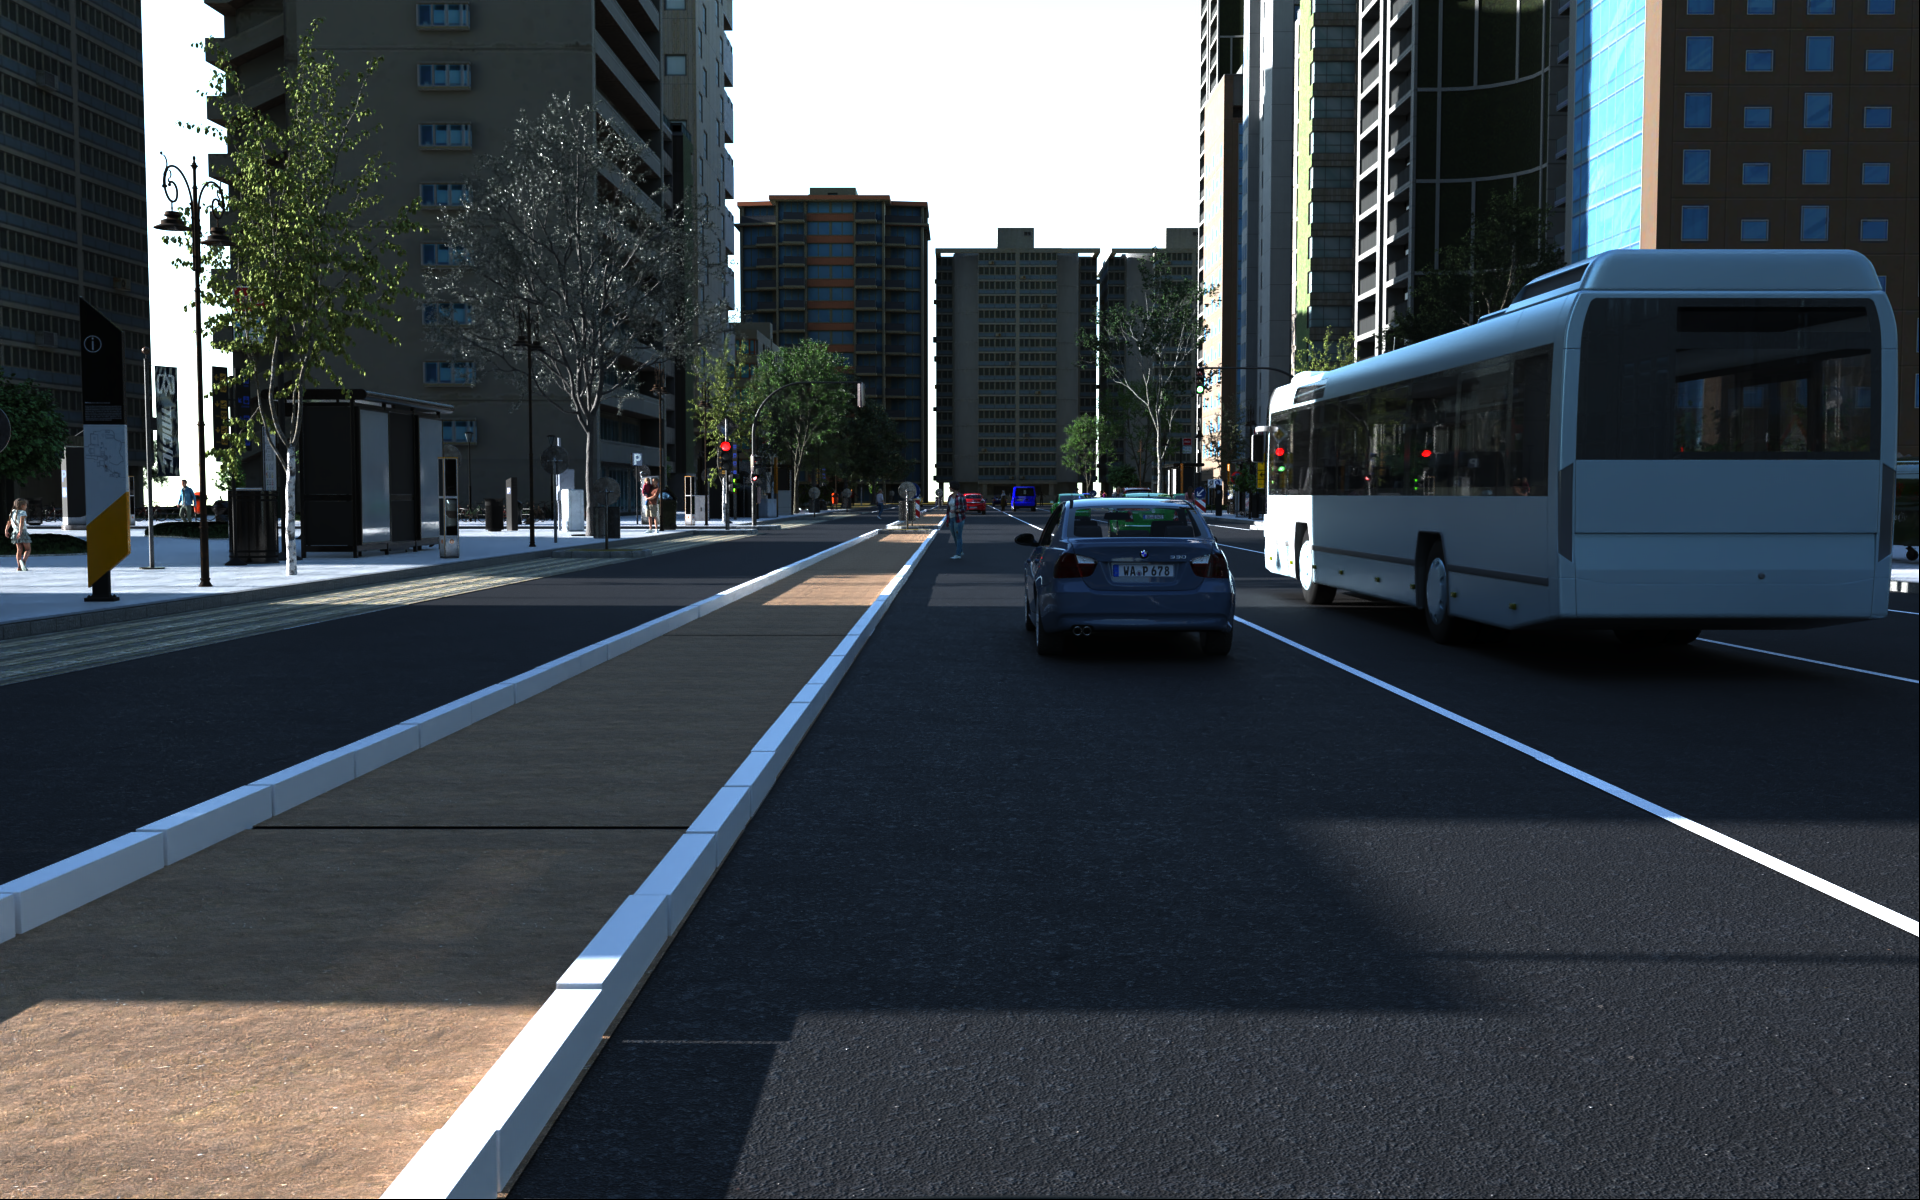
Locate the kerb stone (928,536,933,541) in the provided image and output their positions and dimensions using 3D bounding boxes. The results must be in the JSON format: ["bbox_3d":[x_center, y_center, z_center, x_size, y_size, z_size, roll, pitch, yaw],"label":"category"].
[{"bbox_3d":[-0.903,-1.647,49.139,0.120,0.150,1.000,0,3,0],"label":"kerb stone"}]

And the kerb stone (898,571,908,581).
[{"bbox_3d":[-0.947,-0.330,27.604,0.120,0.150,1.000,0,3,0],"label":"kerb stone"}]

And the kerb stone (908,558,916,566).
[{"bbox_3d":[-0.945,-0.644,32.732,0.120,0.150,1.000,0,3,0],"label":"kerb stone"}]

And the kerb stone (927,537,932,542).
[{"bbox_3d":[-0.907,-1.585,48.112,0.120,0.150,1.000,0,3,0],"label":"kerb stone"}]

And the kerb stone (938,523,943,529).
[{"bbox_3d":[-0.862,-2.998,71.215,0.120,0.150,1.000,0,3,0],"label":"kerb stone"}]

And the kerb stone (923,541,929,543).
[{"bbox_3d":[-0.922,-1.335,44.016,0.120,0.150,1.000,0,3,0],"label":"kerb stone"}]

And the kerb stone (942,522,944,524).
[{"bbox_3d":[-0.862,-3.123,73.262,0.120,0.150,1.000,0,3,0],"label":"kerb stone"}]

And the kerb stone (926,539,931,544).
[{"bbox_3d":[-0.918,-1.460,46.064,0.120,0.150,1.000,0,3,0],"label":"kerb stone"}]

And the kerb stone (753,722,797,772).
[{"bbox_3d":[-0.984,0.798,9.150,0.120,0.150,1.000,0,3,0],"label":"kerb stone"}]

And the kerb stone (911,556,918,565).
[{"bbox_3d":[-0.938,-0.708,33.767,0.120,0.150,1.000,0,3,0],"label":"kerb stone"}]

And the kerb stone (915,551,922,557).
[{"bbox_3d":[-0.933,-0.896,36.847,0.120,0.150,1.000,0,3,0],"label":"kerb stone"}]

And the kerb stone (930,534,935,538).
[{"bbox_3d":[-0.903,-1.836,52.212,0.120,0.150,1.000,0,3,0],"label":"kerb stone"}]

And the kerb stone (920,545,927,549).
[{"bbox_3d":[-0.915,-1.146,40.948,0.120,0.150,1.000,0,3,0],"label":"kerb stone"}]

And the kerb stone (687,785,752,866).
[{"bbox_3d":[-0.983,0.925,7.098,0.120,0.150,1.000,0,3,0],"label":"kerb stone"}]

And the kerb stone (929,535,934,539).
[{"bbox_3d":[-0.902,-1.710,50.161,0.120,0.150,1.000,0,3,0],"label":"kerb stone"}]

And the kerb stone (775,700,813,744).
[{"bbox_3d":[-0.985,0.740,10.175,0.120,0.150,1.000,0,3,0],"label":"kerb stone"}]

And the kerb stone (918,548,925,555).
[{"bbox_3d":[-0.925,-1.020,38.905,0.120,0.150,1.000,0,3,0],"label":"kerb stone"}]

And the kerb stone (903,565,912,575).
[{"bbox_3d":[-0.945,-0.452,29.655,0.120,0.150,1.000,0,3,0],"label":"kerb stone"}]

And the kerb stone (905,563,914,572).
[{"bbox_3d":[-0.940,-0.519,30.679,0.120,0.150,1.000,0,3,0],"label":"kerb stone"}]

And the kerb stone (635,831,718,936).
[{"bbox_3d":[-0.989,0.992,6.073,0.120,0.150,1.000,0,3,0],"label":"kerb stone"}]

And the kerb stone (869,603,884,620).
[{"bbox_3d":[-0.967,0.173,19.401,0.120,0.150,1.000,0,3,0],"label":"kerb stone"}]

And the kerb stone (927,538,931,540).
[{"bbox_3d":[-0.915,-1.521,47.089,0.120,0.150,1.000,0,3,0],"label":"kerb stone"}]

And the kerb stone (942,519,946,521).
[{"bbox_3d":[-0.852,-3.560,80.438,0.120,0.150,1.000,0,3,0],"label":"kerb stone"}]

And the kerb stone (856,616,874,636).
[{"bbox_3d":[-0.969,0.296,17.355,0.120,0.150,1.000,0,3,0],"label":"kerb stone"}]

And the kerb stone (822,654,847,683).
[{"bbox_3d":[-0.975,0.550,13.257,0.120,0.150,1.000,0,3,0],"label":"kerb stone"}]

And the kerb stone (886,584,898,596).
[{"bbox_3d":[-0.960,-0.079,23.500,0.120,0.150,1.000,0,3,0],"label":"kerb stone"}]

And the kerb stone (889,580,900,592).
[{"bbox_3d":[-0.958,-0.143,24.528,0.120,0.150,1.000,0,3,0],"label":"kerb stone"}]

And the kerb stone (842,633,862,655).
[{"bbox_3d":[-0.975,0.428,15.301,0.120,0.150,1.000,0,3,0],"label":"kerb stone"}]

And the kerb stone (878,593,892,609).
[{"bbox_3d":[-0.959,0.046,21.444,0.120,0.150,1.000,0,3,0],"label":"kerb stone"}]

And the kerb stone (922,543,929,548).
[{"bbox_3d":[-0.913,-1.272,42.992,0.120,0.150,1.000,0,3,0],"label":"kerb stone"}]

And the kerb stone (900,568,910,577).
[{"bbox_3d":[-0.943,-0.390,28.633,0.120,0.150,1.000,0,3,0],"label":"kerb stone"}]

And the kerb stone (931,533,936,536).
[{"bbox_3d":[-0.898,-1.895,53.238,0.120,0.150,1.000,0,3,0],"label":"kerb stone"}]

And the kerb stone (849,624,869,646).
[{"bbox_3d":[-0.971,0.359,16.327,0.120,0.150,1.000,0,3,0],"label":"kerb stone"}]

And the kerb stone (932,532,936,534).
[{"bbox_3d":[-0.901,-1.961,54.260,0.120,0.150,1.000,0,3,0],"label":"kerb stone"}]

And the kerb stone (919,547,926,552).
[{"bbox_3d":[-0.922,-1.076,39.927,0.120,0.150,1.000,0,3,0],"label":"kerb stone"}]

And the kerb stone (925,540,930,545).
[{"bbox_3d":[-0.918,-1.397,45.039,0.120,0.150,1.000,0,3,0],"label":"kerb stone"}]

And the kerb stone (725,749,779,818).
[{"bbox_3d":[-0.977,0.861,8.124,0.120,0.150,1.000,0,3,0],"label":"kerb stone"}]

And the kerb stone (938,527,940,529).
[{"bbox_3d":[-0.881,-2.457,62.448,0.120,0.150,1.000,0,3,0],"label":"kerb stone"}]

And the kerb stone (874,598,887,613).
[{"bbox_3d":[-0.967,0.114,20.423,0.120,0.150,1.000,0,3,0],"label":"kerb stone"}]

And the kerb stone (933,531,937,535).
[{"bbox_3d":[-0.891,-2.024,55.282,0.120,0.150,1.000,0,3,0],"label":"kerb stone"}]

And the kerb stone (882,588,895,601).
[{"bbox_3d":[-0.960,-0.015,22.478,0.120,0.150,1.000,0,3,0],"label":"kerb stone"}]

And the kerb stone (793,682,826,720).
[{"bbox_3d":[-0.981,0.674,11.200,0.120,0.150,1.000,0,3,0],"label":"kerb stone"}]

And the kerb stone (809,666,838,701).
[{"bbox_3d":[-0.976,0.610,12.228,0.120,0.150,1.000,0,3,0],"label":"kerb stone"}]

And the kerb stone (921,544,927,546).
[{"bbox_3d":[-0.922,-1.206,41.970,0.120,0.150,1.000,0,3,0],"label":"kerb stone"}]

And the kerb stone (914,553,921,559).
[{"bbox_3d":[-0.932,-0.834,35.825,0.120,0.150,1.000,0,3,0],"label":"kerb stone"}]

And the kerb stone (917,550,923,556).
[{"bbox_3d":[-0.930,-0.955,37.871,0.120,0.150,1.000,0,3,0],"label":"kerb stone"}]

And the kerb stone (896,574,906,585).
[{"bbox_3d":[-0.951,-0.260,26.578,0.120,0.150,1.000,0,3,0],"label":"kerb stone"}]

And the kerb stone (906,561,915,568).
[{"bbox_3d":[-0.939,-0.582,31.707,0.120,0.150,1.000,0,3,0],"label":"kerb stone"}]

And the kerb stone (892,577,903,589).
[{"bbox_3d":[-0.957,-0.205,25.550,0.120,0.150,1.000,0,3,0],"label":"kerb stone"}]

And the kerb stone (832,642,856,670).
[{"bbox_3d":[-0.970,0.484,14.279,0.120,0.150,1.000,0,3,0],"label":"kerb stone"}]

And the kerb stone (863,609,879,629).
[{"bbox_3d":[-0.968,0.234,18.378,0.120,0.150,1.000,0,3,0],"label":"kerb stone"}]

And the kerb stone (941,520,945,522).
[{"bbox_3d":[-0.852,-3.374,77.360,0.120,0.150,1.000,0,3,0],"label":"kerb stone"}]

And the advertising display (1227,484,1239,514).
[{"bbox_3d":[17.420,-6.445,110.583,0.123,1.923,0.974,-2,4,-33],"label":"advertising display"}]

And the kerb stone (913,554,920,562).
[{"bbox_3d":[-0.929,-0.771,34.801,0.120,0.150,1.000,0,3,0],"label":"kerb stone"}]
